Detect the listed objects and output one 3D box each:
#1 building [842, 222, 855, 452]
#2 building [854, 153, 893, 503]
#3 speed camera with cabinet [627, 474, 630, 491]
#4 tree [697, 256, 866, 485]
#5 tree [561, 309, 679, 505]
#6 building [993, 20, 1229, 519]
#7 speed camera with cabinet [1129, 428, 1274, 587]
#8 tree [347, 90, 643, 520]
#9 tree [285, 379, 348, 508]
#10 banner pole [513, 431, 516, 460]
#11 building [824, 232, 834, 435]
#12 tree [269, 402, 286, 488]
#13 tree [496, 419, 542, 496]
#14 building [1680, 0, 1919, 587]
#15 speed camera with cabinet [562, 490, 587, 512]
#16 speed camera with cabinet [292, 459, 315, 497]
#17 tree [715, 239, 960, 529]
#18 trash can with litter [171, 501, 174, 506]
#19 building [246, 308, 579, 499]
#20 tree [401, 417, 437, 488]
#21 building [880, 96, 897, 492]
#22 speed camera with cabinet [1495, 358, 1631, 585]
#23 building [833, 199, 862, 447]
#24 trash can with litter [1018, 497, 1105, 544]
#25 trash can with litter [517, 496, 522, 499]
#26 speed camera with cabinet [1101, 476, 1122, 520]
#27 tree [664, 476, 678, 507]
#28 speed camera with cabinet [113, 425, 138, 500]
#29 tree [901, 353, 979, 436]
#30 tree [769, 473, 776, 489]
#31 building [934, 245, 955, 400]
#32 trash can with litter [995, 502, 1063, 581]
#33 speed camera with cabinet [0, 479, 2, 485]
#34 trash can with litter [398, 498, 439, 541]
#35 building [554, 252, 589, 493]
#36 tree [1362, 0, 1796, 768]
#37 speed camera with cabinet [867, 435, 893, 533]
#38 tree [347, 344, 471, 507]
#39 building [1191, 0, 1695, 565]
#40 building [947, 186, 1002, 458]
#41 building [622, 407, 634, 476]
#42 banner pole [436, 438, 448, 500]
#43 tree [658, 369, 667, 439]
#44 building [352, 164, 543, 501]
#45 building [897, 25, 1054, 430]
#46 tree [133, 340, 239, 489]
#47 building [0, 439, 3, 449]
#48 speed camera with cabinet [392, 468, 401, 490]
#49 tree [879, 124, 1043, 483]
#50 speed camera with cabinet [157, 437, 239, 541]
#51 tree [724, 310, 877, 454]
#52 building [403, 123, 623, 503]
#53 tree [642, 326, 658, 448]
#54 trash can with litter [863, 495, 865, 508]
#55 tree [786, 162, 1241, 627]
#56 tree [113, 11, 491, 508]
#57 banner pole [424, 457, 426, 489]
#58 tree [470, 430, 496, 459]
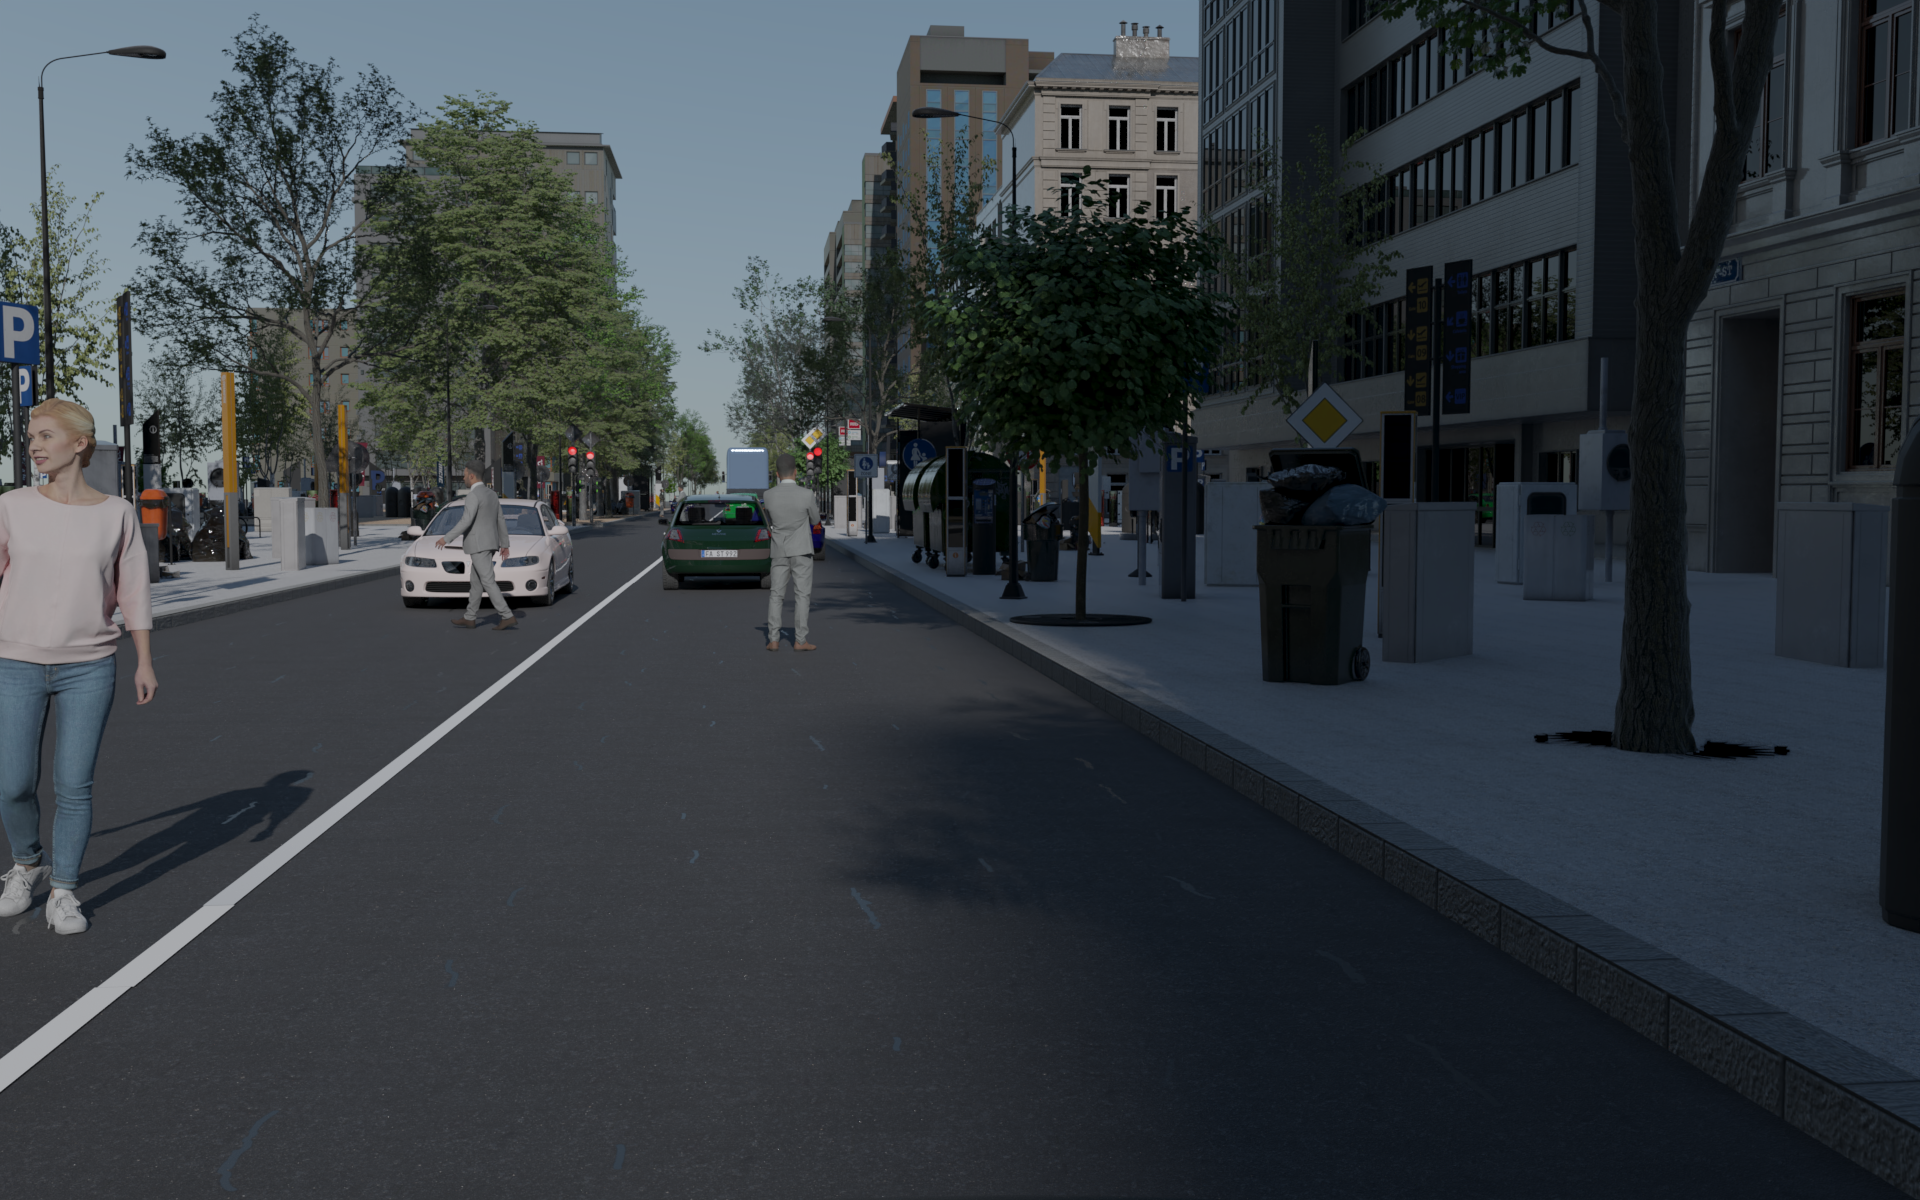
[{"bbox_3d":[-10.847,-35.390,262.218,14.154,41.232,14.086,0,4,-7],"label":"building"},{"bbox_3d":[-4.985,-32.257,210.993,14.154,41.232,14.086,0,4,-7],"label":"building"},{"bbox_3d":[-25.311,-8.478,132.950,0.660,3.252,2.038,0,4,-2],"label":"speed camera with cabinet"},{"bbox_3d":[-14.082,-17.284,138.481,12.611,20.169,13.585,0,3,0],"label":"tree"},{"bbox_3d":[-22.336,-12.546,111.782,9.857,13.997,8.962,0,3,0],"label":"tree"},{"bbox_3d":[15.146,-18.321,96.817,25.104,27.353,12.463,0,4,-7],"label":"building"},{"bbox_3d":[3.418,-1.829,24.242,2.038,3.252,0.660,1,4,15],"label":"speed camera with cabinet"},{"bbox_3d":[-13.318,-8.024,49.320,7.486,12.596,7.792,0,3,0],"label":"tree"},{"bbox_3d":[-39.673,-9.724,109.357,4.360,8.622,3.978,0,3,0],"label":"tree"},{"bbox_3d":[-17.662,-4.799,68.478,0.401,3.779,0.863,0,4,1],"label":"banner pole"},{"bbox_3d":[-12.514,-41.494,302.132,21.300,48.544,21.600,0,4,-7],"label":"building"},{"bbox_3d":[-46.224,-10.353,119.641,4.360,8.622,3.978,0,3,0],"label":"tree"},{"bbox_3d":[-36.990,-11.937,145.531,4.360,8.622,3.978,0,3,0],"label":"tree"},{"bbox_3d":[18.295,-11.199,19.265,11.583,22.565,21.152,0,4,-7],"label":"building"},{"bbox_3d":[-27.521,-7.861,122.866,2.038,3.252,0.660,-2,4,-32],"label":"speed camera with cabinet"},{"bbox_3d":[-36.640,-6.251,96.547,0.660,3.252,2.038,0,4,5],"label":"speed camera with cabinet"},{"bbox_3d":[-3.125,-7.893,63.467,7.601,10.594,8.767,2,4,31],"label":"tree"},{"bbox_3d":[-19.999,-1.976,43.697,0.624,1.170,1.055,-2,4,-35],"label":"trash can with litter"},{"bbox_3d":[-54.046,-20.278,176.581,27.650,21.520,28.899,0,4,-7],"label":"building"},{"bbox_3d":[-44.599,-11.840,143.947,4.737,8.622,4.395,0,3,0],"label":"tree"},{"bbox_3d":[2.760,-32.760,190.246,22.147,44.769,28.867,0,4,-7],"label":"building"},{"bbox_3d":[8.739,-1.865,24.831,2.038,3.252,0.660,-1,4,-17],"label":"speed camera with cabinet"},{"bbox_3d":[-8.785,-40.177,280.593,21.300,48.544,21.600,0,4,-7],"label":"building"},{"bbox_3d":[2.530,-2.056,44.667,2.233,1.210,1.678,1,4,17],"label":"trash can with litter"},{"bbox_3d":[-29.417,-6.314,114.620,1.055,1.170,0.624,3,5,40],"label":"trash can with litter"},{"bbox_3d":[7.547,-5.596,85.824,0.660,3.252,2.038,-3,5,-41],"label":"speed camera with cabinet"},{"bbox_3d":[-28.055,-10.520,166.603,1.663,3.219,1.824,0,3,0],"label":"tree"},{"bbox_3d":[-23.942,-3.328,48.747,0.660,3.252,2.038,0,4,4],"label":"speed camera with cabinet"},{"bbox_3d":[-1.042,-8.741,93.271,4.360,8.622,3.978,0,3,0],"label":"tree"},{"bbox_3d":[-6.707,-6.008,81.945,4.285,4.588,4.351,0,3,0],"label":"tree"},{"bbox_3d":[5.208,-19.460,137.263,14.460,24.649,34.723,0,4,-7],"label":"building"},{"bbox_3d":[0.997,-0.866,25.549,1.055,1.170,0.624,3,4,36],"label":"trash can with litter"},{"bbox_3d":[-54.253,-6.316,97.603,0.660,3.252,2.038,-2,4,-33],"label":"speed camera with cabinet"},{"bbox_3d":[-14.990,-2.220,47.679,1.055,1.170,0.624,1,4,18],"label":"trash can with litter"},{"bbox_3d":[-50.217,-26.099,198.412,14.160,30.474,14.107,0,4,-7],"label":"building"},{"bbox_3d":[3.671,-5.058,8.449,9.928,11.665,9.643,0,3,0],"label":"tree"},{"bbox_3d":[-2.724,-3.854,57.351,0.660,3.252,2.038,-1,4,-10],"label":"speed camera with cabinet"},{"bbox_3d":[-25.908,-8.028,81.613,4.360,8.622,3.978,0,3,0],"label":"tree"},{"bbox_3d":[16.672,-13.862,45.718,14.314,24.678,30.058,0,4,-7],"label":"building"},{"bbox_3d":[5.331,-15.701,111.469,10.420,20.320,16.860,0,4,-7],"label":"building"},{"bbox_3d":[-67.934,-26.837,283.818,27.650,21.520,28.899,0,4,-7],"label":"building"},{"bbox_3d":[-23.061,-5.339,77.307,0.401,3.779,0.863,2,4,28],"label":"banner pole"},{"bbox_3d":[-20.583,-11.174,100.818,7.486,12.596,7.792,0,3,0],"label":"tree"},{"bbox_3d":[-45.607,-23.480,155.596,14.160,30.474,14.107,0,4,-7],"label":"building"},{"bbox_3d":[1.407,-31.670,167.922,14.600,45.320,14.200,0,4,-7],"label":"building"},{"bbox_3d":[-37.417,-8.164,83.848,4.360,8.622,3.978,0,3,0],"label":"tree"},{"bbox_3d":[-42.959,-23.611,40.657,28.867,44.769,22.147,0,4,-7],"label":"building"},{"bbox_3d":[-42.648,-8.377,131.293,0.660,3.252,2.038,-1,4,-22],"label":"speed camera with cabinet"},{"bbox_3d":[0.184,-5.166,34.822,4.737,8.622,4.395,0,3,0],"label":"tree"},{"bbox_3d":[-20.937,-3.254,47.535,2.038,3.252,0.660,0,4,-6],"label":"speed camera with cabinet"},{"bbox_3d":[-10.527,-12.555,115.638,12.009,13.543,11.850,0,3,0],"label":"tree"},{"bbox_3d":[-64.716,-40.690,254.527,28.713,52.752,27.495,0,4,-7],"label":"building"},{"bbox_3d":[-18.797,-10.154,84.147,7.486,12.596,7.792,0,3,0],"label":"tree"},{"bbox_3d":[-8.076,-8.664,153.050,1.055,1.170,0.624,1,4,9],"label":"trash can with litter"},{"bbox_3d":[1.152,-2.051,17.243,4.285,4.588,4.351,0,3,0],"label":"tree"},{"bbox_3d":[-13.040,-6.120,34.468,7.601,10.594,8.767,-1,4,-20],"label":"tree"},{"bbox_3d":[-33.485,-7.246,108.489,0.401,3.779,0.863,-1,4,-20],"label":"banner pole"},{"bbox_3d":[-34.583,-10.338,119.393,4.360,8.622,3.978,0,3,0],"label":"tree"}]
